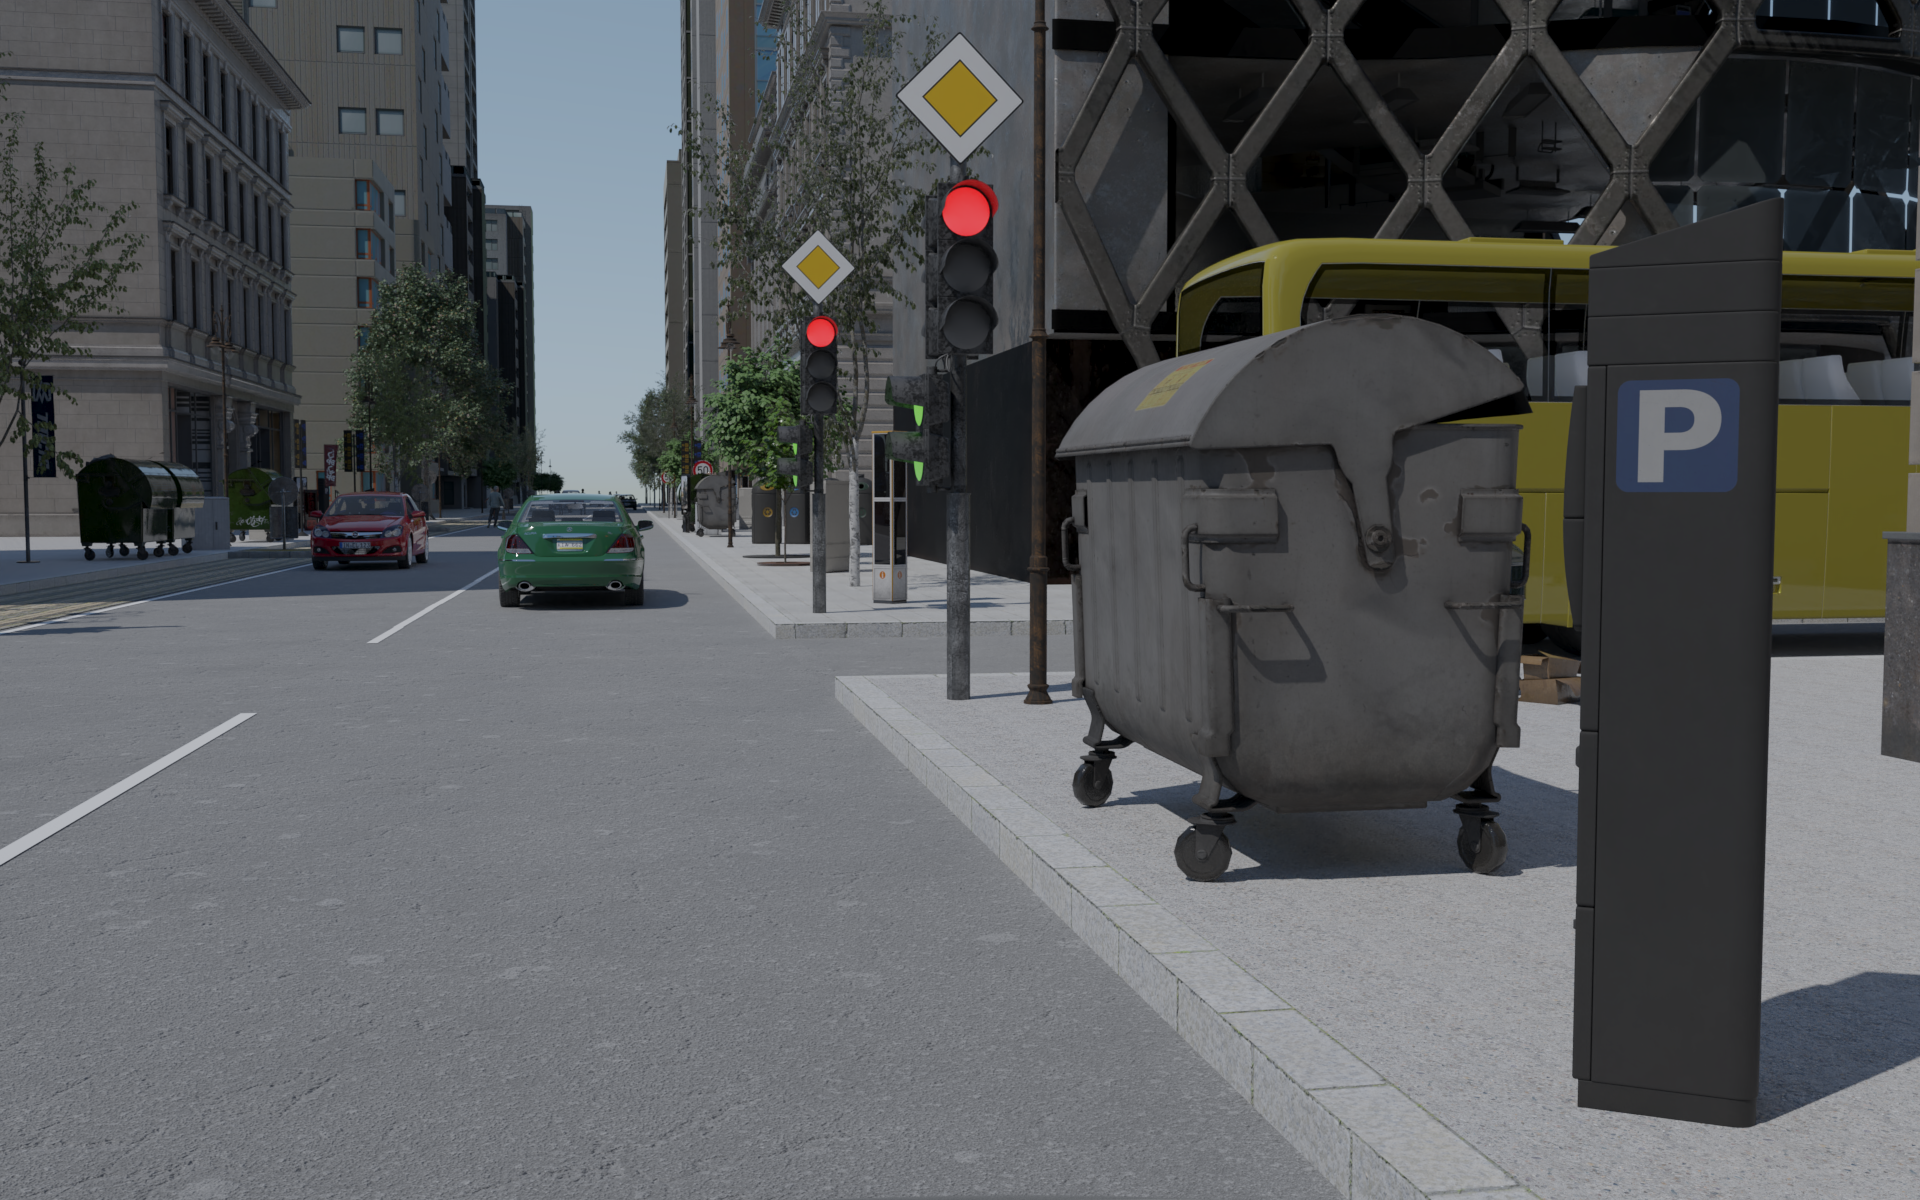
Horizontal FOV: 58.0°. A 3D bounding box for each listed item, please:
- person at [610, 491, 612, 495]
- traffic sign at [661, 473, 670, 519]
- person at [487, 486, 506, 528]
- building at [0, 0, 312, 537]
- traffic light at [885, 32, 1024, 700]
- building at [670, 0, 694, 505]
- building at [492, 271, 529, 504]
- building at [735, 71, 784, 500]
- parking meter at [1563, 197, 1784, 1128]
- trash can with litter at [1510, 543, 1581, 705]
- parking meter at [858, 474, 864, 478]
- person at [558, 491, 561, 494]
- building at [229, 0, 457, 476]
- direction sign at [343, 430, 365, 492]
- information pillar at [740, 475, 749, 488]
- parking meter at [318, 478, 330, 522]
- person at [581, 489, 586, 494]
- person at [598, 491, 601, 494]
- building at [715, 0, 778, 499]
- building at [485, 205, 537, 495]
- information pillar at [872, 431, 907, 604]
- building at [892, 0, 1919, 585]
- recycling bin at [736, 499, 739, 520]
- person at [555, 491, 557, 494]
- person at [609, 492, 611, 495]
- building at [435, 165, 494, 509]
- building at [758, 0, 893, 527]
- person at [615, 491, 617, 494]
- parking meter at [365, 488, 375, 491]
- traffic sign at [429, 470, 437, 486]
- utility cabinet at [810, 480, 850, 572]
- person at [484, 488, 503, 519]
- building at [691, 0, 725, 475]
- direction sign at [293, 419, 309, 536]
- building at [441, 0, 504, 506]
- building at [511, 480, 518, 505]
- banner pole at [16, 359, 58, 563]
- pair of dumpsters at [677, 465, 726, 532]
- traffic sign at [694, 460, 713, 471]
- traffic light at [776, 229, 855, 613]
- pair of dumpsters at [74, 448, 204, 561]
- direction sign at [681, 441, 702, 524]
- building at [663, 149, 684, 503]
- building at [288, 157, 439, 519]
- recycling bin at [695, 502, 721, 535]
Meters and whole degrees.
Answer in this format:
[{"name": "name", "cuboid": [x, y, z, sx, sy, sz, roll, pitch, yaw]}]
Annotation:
[{"name": "person", "cuboid": [-49.161, -14.378, 243.657, 0.705, 1.814, 1.350, 0, 4, 4]}, {"name": "traffic sign", "cuboid": [-15.258, -5.544, 90.756, 0.768, 2.556, 0.104, 0, 4, -6]}, {"name": "person", "cuboid": [-19.578, -3.929, 73.222, 0.782, 1.767, 0.515, 0, 4, 6]}, {"name": "building", "cuboid": [-28.565, -12.316, 52.276, 10.553, 20.767, 40.483, -1, 4, -11]}, {"name": "traffic light", "cuboid": [-0.029, -1.333, 10.719, 0.839, 4.253, 0.868, -1, 4, -11]}, {"name": "building", "cuboid": [-26.717, -47.759, 219.106, 20.563, 71.187, 20.611, -1, 4, -11]}, {"name": "building", "cuboid": [-63.623, -27.672, 224.137, 14.160, 30.474, 14.107, -1, 4, -11]}, {"name": "building", "cuboid": [-3.279, -14.733, 82.687, 13.314, 21.916, 24.055, -1, 4, -11]}, {"name": "parking meter", "cuboid": [1.474, 0.128, 3.622, 0.399, 1.863, 0.255, 2, 4, 23]}, {"name": "trash can with litter", "cuboid": [3.514, 0.027, 10.945, 0.624, 1.170, 1.055, -3, 5, -44]}, {"name": "parking meter", "cuboid": [-2.950, -2.693, 49.746, 0.255, 1.863, 0.399, 3, 4, 36]}, {"name": "person", "cuboid": [-27.703, -6.726, 119.938, 0.415, 1.643, 0.593, 0, 4, -2]}, {"name": "building", "cuboid": [-52.527, -32.945, 127.889, 28.713, 52.752, 27.495, -1, 4, -11]}, {"name": "direction sign", "cuboid": [-21.396, -4.234, 61.225, 0.876, 3.537, 0.379, 1, 4, 21]}, {"name": "information pillar", "cuboid": [-8.451, -3.883, 67.987, 0.304, 2.012, 0.304, -1, 4, -15]}, {"name": "parking meter", "cuboid": [-23.351, -3.540, 63.586, 0.255, 1.863, 0.399, 1, 4, 12]}, {"name": "person", "cuboid": [-25.819, -6.736, 118.648, 1.348, 1.822, 0.705, 0, 3, 0]}, {"name": "person", "cuboid": [-40.755, -11.436, 195.482, 1.348, 1.823, 0.705, 3, 5, 40]}, {"name": "building", "cuboid": [-7.647, -27.919, 106.580, 14.600, 45.320, 14.200, -1, 4, -11]}, {"name": "building", "cuboid": [-65.888, -33.890, 237.702, 14.154, 41.232, 14.086, -1, 4, -11]}, {"name": "information pillar", "cuboid": [-0.823, -0.968, 20.321, 0.304, 2.012, 0.304, 2, 4, 35]}, {"name": "building", "cuboid": [8.334, -9.971, 30.480, 16.811, 18.784, 16.820, -1, 4, -11]}, {"name": "recycling bin", "cuboid": [-11.123, -4.447, 85.264, 0.722, 1.027, 0.722, -3, 5, -39]}, {"name": "person", "cuboid": [-43.040, -10.736, 184.713, 0.721, 1.739, 1.217, 3, 5, 45]}, {"name": "person", "cuboid": [-39.854, -11.521, 197.659, 1.217, 1.735, 0.721, 3, 5, 44]}, {"name": "building", "cuboid": [-48.843, -23.181, 150.708, 14.160, 30.474, 14.107, -1, 4, -11]}, {"name": "building", "cuboid": [-0.763, -14.183, 60.763, 11.050, 23.489, 19.941, -1, 4, -11]}, {"name": "person", "cuboid": [-47.029, -13.969, 236.980, 0.705, 1.812, 1.348, -1, 4, -10]}, {"name": "parking meter", "cuboid": [-23.767, -3.753, 69.766, 0.372, 1.533, 0.369, 0, 3, 0]}, {"name": "traffic sign", "cuboid": [-27.719, -5.525, 90.438, 0.768, 2.556, 0.104, 0, 4, -2]}, {"name": "utility cabinet", "cuboid": [-2.090, -1.216, 28.568, 0.318, 1.500, 1.173, 1, 4, 22]}, {"name": "person", "cuboid": [-26.811, -5.585, 99.816, 0.705, 1.824, 1.348, 3, 5, 39]}, {"name": "building", "cuboid": [-9.237, -35.844, 128.045, 21.231, 58.520, 28.212, -1, 4, -11]}, {"name": "direction sign", "cuboid": [-20.051, -3.712, 52.693, 0.379, 3.537, 0.876, 0, 4, 1]}, {"name": "building", "cuboid": [-59.112, -45.447, 181.312, 20.563, 71.187, 20.611, -1, 4, -11]}, {"name": "building", "cuboid": [-69.229, -31.286, 203.407, 32.217, 40.220, 23.993, -1, 4, -11]}, {"name": "banner pole", "cuboid": [-17.157, -2.578, 32.171, 0.863, 3.779, 0.401, 1, 4, 8]}, {"name": "pair of dumpsters", "cuboid": [-8.997, -3.535, 60.293, 1.574, 2.255, 4.437, -1, 4, -11]}, {"name": "traffic sign", "cuboid": [-9.702, -3.996, 65.440, 0.768, 2.556, 0.104, 0, 4, -2]}, {"name": "traffic light", "cuboid": [-1.534, -1.813, 18.562, 0.839, 4.253, 0.868, -1, 4, -11]}, {"name": "pair of dumpsters", "cuboid": [-16.725, -2.007, 35.316, 1.574, 2.255, 4.437, -1, 4, -11]}, {"name": "direction sign", "cuboid": [-11.374, -4.980, 73.421, 0.876, 3.537, 0.379, -2, 4, -24]}, {"name": "building", "cuboid": [-29.974, -37.732, 240.623, 21.300, 48.544, 21.600, -1, 4, -11]}, {"name": "building", "cuboid": [-46.569, -15.675, 101.326, 27.650, 21.520, 28.899, -1, 4, -11]}, {"name": "recycling bin", "cuboid": [-7.852, -2.539, 54.060, 0.722, 1.027, 0.722, 0, 4, -1]}]
